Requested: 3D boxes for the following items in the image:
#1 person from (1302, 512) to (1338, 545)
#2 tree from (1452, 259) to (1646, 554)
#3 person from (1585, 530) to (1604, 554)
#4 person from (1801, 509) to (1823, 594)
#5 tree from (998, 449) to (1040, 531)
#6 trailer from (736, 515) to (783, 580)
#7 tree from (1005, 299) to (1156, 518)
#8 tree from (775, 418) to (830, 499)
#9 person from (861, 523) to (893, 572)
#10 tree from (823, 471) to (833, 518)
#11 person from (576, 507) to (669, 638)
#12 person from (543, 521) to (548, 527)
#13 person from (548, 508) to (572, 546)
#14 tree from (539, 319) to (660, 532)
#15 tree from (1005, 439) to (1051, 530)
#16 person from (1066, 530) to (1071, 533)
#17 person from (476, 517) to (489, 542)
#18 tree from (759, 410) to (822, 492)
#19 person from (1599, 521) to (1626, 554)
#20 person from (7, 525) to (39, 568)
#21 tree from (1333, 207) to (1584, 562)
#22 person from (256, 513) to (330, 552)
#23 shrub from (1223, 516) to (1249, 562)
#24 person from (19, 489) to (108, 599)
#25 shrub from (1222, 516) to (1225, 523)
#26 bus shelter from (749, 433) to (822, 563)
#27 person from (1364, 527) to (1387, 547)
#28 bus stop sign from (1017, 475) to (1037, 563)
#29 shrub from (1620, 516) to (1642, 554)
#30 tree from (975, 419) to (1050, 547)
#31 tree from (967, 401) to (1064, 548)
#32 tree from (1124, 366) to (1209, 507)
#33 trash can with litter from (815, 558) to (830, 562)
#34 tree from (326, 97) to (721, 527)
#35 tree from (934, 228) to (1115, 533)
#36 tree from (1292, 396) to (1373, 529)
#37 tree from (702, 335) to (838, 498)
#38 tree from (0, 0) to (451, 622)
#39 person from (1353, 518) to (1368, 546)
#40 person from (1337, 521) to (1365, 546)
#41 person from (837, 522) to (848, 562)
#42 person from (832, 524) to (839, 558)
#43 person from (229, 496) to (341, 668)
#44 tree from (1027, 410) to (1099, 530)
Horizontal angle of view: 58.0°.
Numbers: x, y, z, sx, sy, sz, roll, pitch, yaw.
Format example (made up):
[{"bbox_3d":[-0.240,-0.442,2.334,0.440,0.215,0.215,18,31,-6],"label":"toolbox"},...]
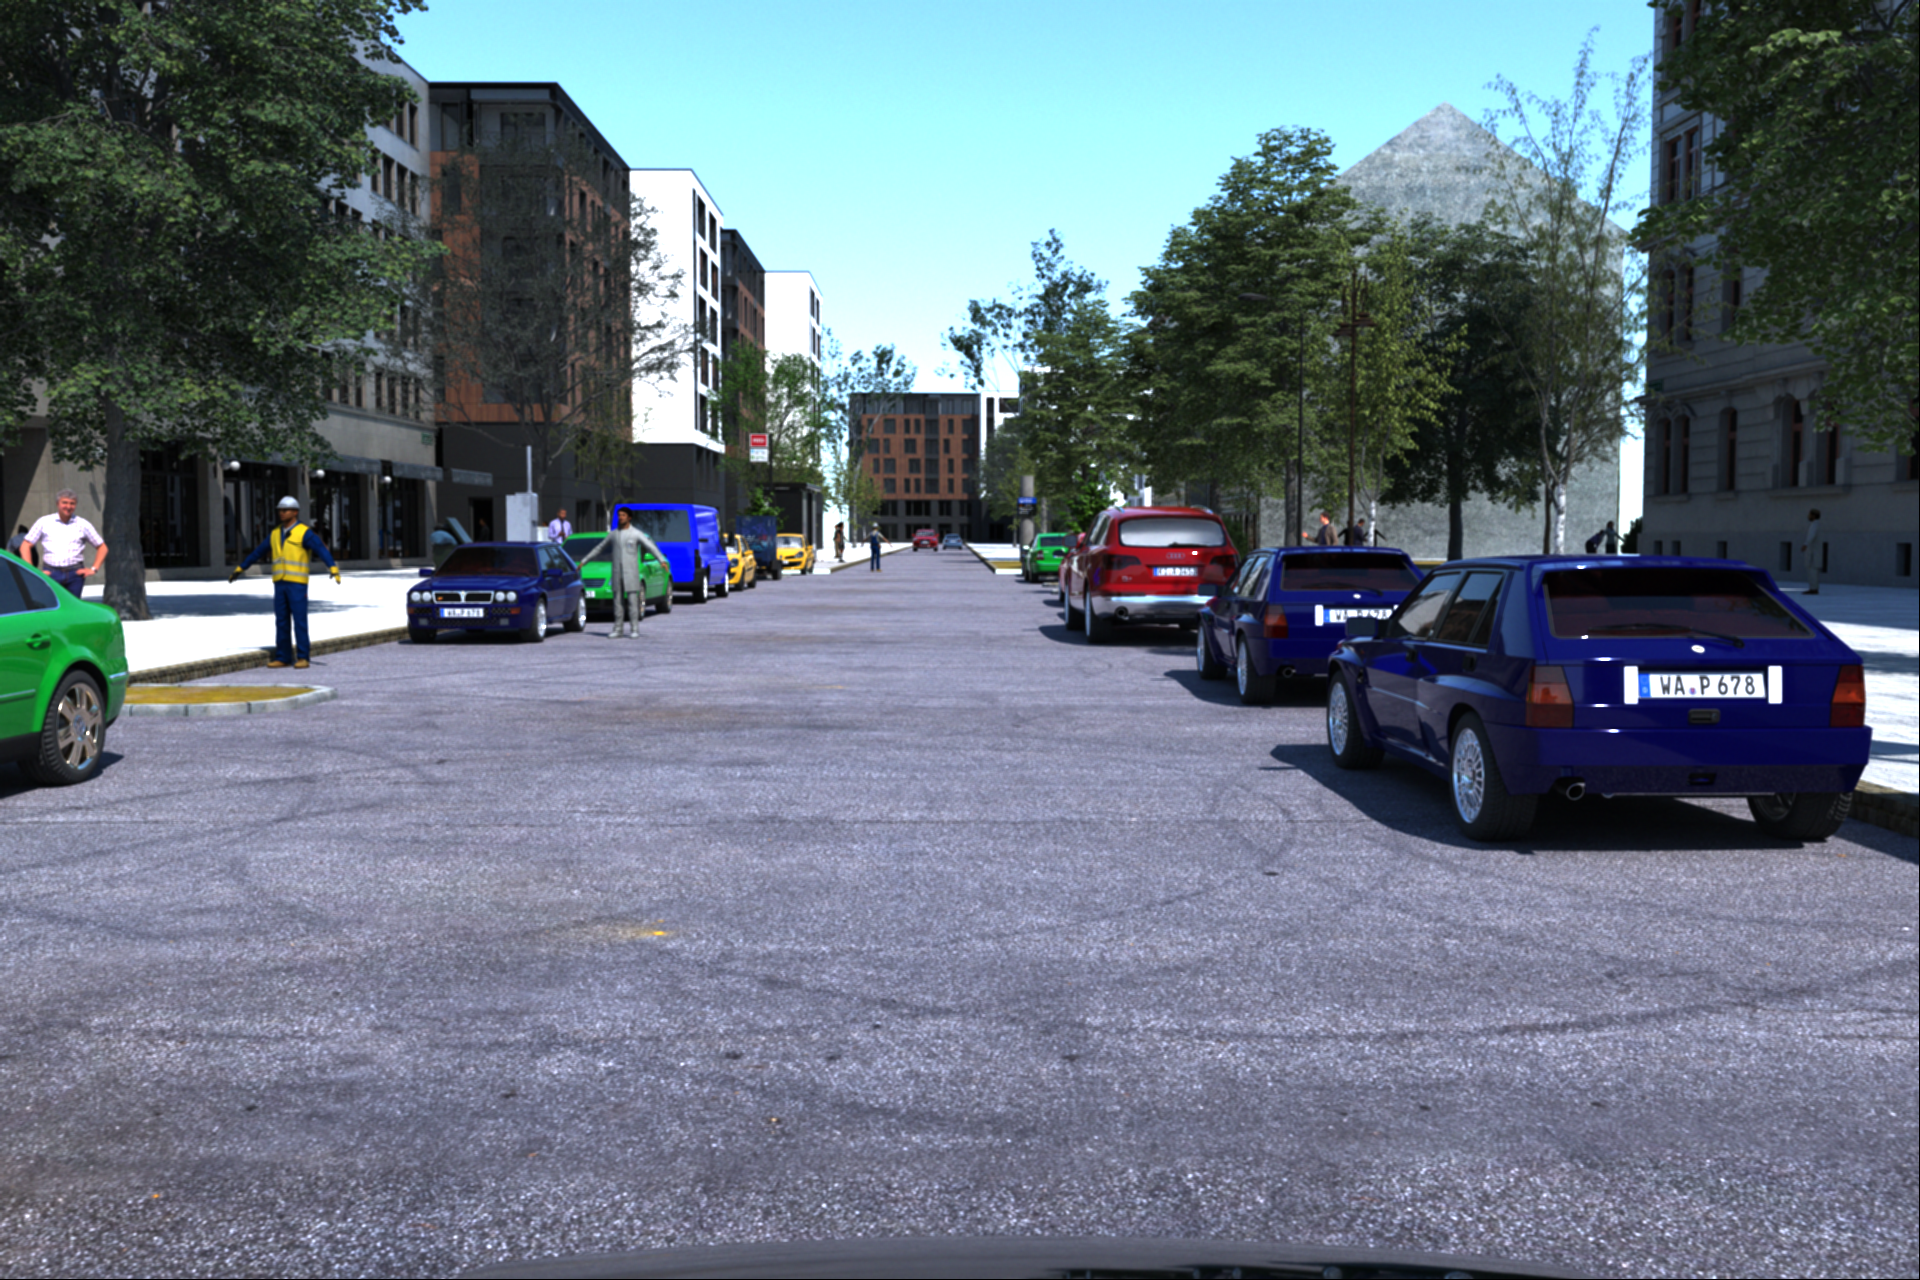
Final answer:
[{"bbox_3d":[7.789,-1.898,37.611,0.750,1.759,0.617,0,4,-3],"label":"person"},{"bbox_3d":[26.412,-10.210,77.311,12.009,13.543,11.850,0,3,0],"label":"tree"},{"bbox_3d":[22.722,-3.220,61.930,0.421,1.427,0.697,-3,5,-44],"label":"person"},{"bbox_3d":[18.160,-1.885,36.906,0.704,1.819,1.344,2,4,35],"label":"person"},{"bbox_3d":[5.506,-11.857,144.222,4.737,8.622,4.395,0,3,0],"label":"tree"},{"bbox_3d":[-6.336,-2.835,53.395,1.471,1.999,3.904,0,4,0],"label":"trailer"},{"bbox_3d":[6.070,-10.107,83.375,7.486,12.596,7.792,0,3,0],"label":"tree"},{"bbox_3d":[-9.987,-9.702,108.982,4.737,8.622,4.395,0,3,0],"label":"tree"},{"bbox_3d":[-3.203,-3.518,65.827,1.347,1.847,0.705,2,4,23],"label":"person"},{"bbox_3d":[-22.360,-20.669,256.061,7.486,12.596,7.792,0,3,0],"label":"tree"},{"bbox_3d":[-4.624,-0.931,23.859,1.347,1.806,0.705,1,4,12],"label":"person"},{"bbox_3d":[-17.200,-4.011,71.805,0.704,1.802,1.346,0,4,-5],"label":"person"},{"bbox_3d":[-8.498,-1.910,37.143,0.709,1.838,0.599,-3,5,-41],"label":"person"},{"bbox_3d":[-11.851,-6.636,58.867,4.360,8.622,3.978,0,3,0],"label":"tree"},{"bbox_3d":[5.578,-11.240,134.139,4.737,8.622,4.395,0,3,0],"label":"tree"},{"bbox_3d":[6.538,-5.856,101.867,1.348,1.813,0.705,0,4,3],"label":"person"},{"bbox_3d":[-15.185,-3.003,55.170,0.705,1.821,1.348,0,4,-4],"label":"person"},{"bbox_3d":[-9.908,-9.188,100.588,4.360,8.622,3.978,0,3,0],"label":"tree"},{"bbox_3d":[22.489,-3.235,59.727,1.217,1.735,0.721,-2,4,-25],"label":"person"},{"bbox_3d":[-15.585,-1.203,28.907,0.799,1.438,0.628,2,4,29],"label":"person"},{"bbox_3d":[19.113,-9.794,66.793,9.857,13.997,8.962,0,3,0],"label":"tree"},{"bbox_3d":[-11.769,-1.492,30.562,1.345,1.807,0.704,-3,4,-38],"label":"person"},{"bbox_3d":[10.290,-3.781,66.241,1.690,2.028,1.600,0,3,0],"label":"shrub"},{"bbox_3d":[-8.611,-0.591,16.647,0.756,1.711,0.436,-1,4,-23],"label":"person"},{"bbox_3d":[10.449,-3.952,69.036,1.690,2.028,1.600,0,3,0],"label":"shrub"},{"bbox_3d":[-7.240,-5.752,71.682,2.179,5.291,8.768,0,4,1],"label":"bus shelter"},{"bbox_3d":[20.503,-4.876,85.916,1.347,1.806,0.705,2,4,35],"label":"person"},{"bbox_3d":[3.015,-5.445,78.047,0.837,3.901,0.837,0,4,-1],"label":"bus stop sign"},{"bbox_3d":[26.841,-3.906,68.285,1.690,2.028,1.600,0,3,0],"label":"shrub"},{"bbox_3d":[4.933,-15.332,168.798,7.486,12.596,7.792,0,3,0],"label":"tree"},{"bbox_3d":[5.688,-15.102,157.295,12.009,13.543,11.850,0,3,0],"label":"tree"},{"bbox_3d":[9.655,-7.543,73.692,4.360,8.622,3.978,0,3,0],"label":"tree"},{"bbox_3d":[-6.908,-4.317,81.642,1.678,1.210,2.233,0,4,0],"label":"trash can with litter"},{"bbox_3d":[-11.895,-8.454,48.591,12.009,13.543,11.850,0,3,0],"label":"tree"},{"bbox_3d":[4.722,-15.549,110.117,12.611,20.169,13.585,0,3,0],"label":"tree"},{"bbox_3d":[16.952,-7.928,79.979,4.360,8.622,3.978,0,3,0],"label":"tree"},{"bbox_3d":[-10.050,-10.140,91.550,9.928,11.665,9.643,0,3,0],"label":"tree"},{"bbox_3d":[-12.401,-7.265,25.440,9.857,13.997,8.962,0,3,0],"label":"tree"},{"bbox_3d":[12.472,-2.905,53.995,0.568,1.767,0.683,-1,4,-22],"label":"person"},{"bbox_3d":[15.992,-3.992,71.201,1.347,1.837,0.705,1,4,18],"label":"person"},{"bbox_3d":[-5.357,-4.428,78.542,0.704,1.843,1.345,1,4,11],"label":"person"},{"bbox_3d":[-6.566,-5.232,91.817,0.705,1.796,1.348,-1,4,-12],"label":"person"},{"bbox_3d":[-7.187,-0.619,18.547,1.349,1.833,0.705,1,4,15],"label":"person"},{"bbox_3d":[6.372,-8.927,96.326,4.360,8.622,3.978,0,3,0],"label":"tree"}]
